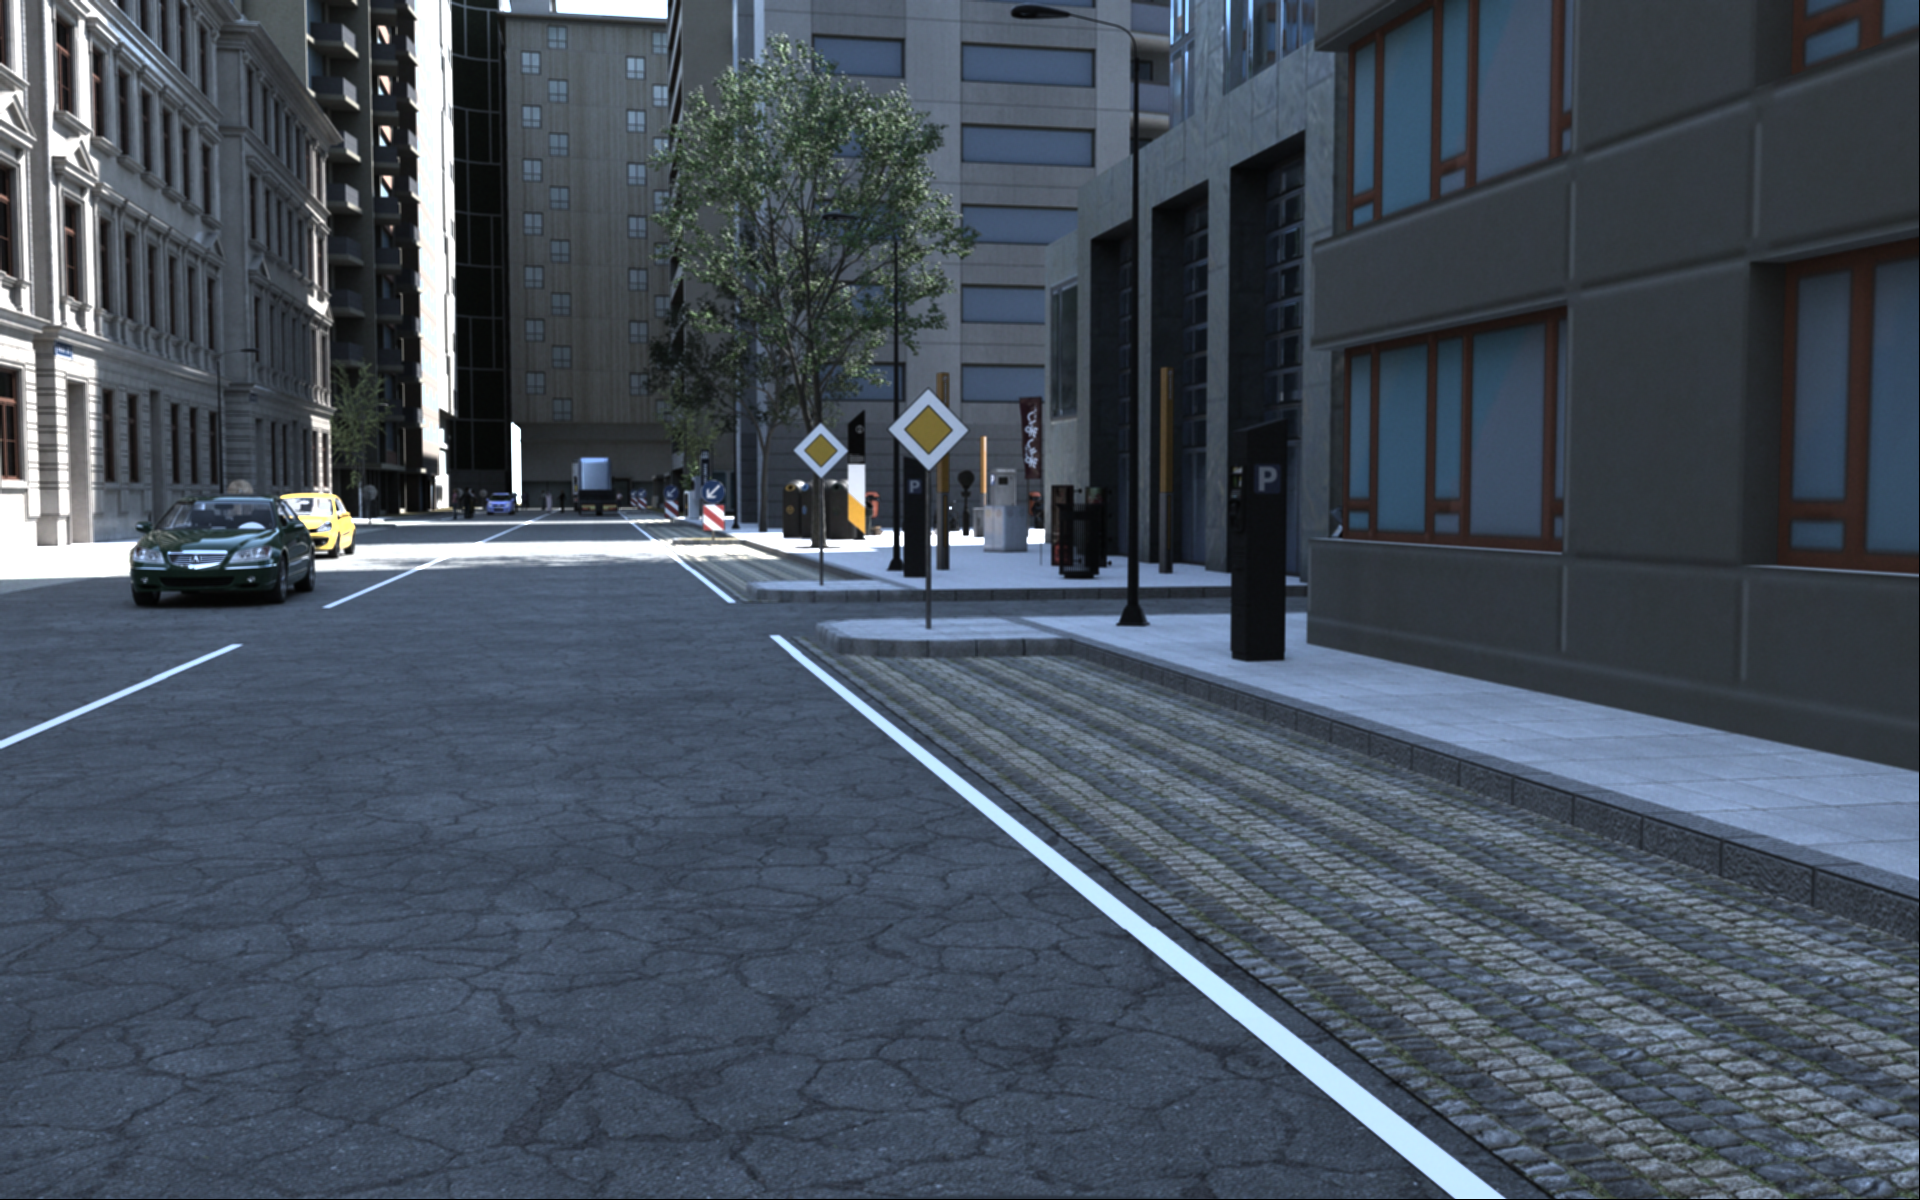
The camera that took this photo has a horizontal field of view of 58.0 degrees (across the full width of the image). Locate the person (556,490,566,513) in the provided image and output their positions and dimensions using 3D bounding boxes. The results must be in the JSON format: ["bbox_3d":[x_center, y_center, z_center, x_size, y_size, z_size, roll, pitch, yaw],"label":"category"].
[{"bbox_3d":[-30.526,-7.557,132.584,0.721,1.766,1.217,1,4,19],"label":"person"}]

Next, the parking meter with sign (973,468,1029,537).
[{"bbox_3d":[1.263,-3.386,51.622,1.738,3.016,0.543,-1,4,-19],"label":"parking meter with sign"}]

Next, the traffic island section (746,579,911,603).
[{"bbox_3d":[-1.925,-0.125,24.327,2.009,0.180,2.903,-1,4,-12],"label":"traffic island section"}]

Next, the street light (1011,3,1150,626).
[{"bbox_3d":[1.165,-2.700,16.690,1.470,5.913,1.316,-1,4,-12],"label":"street light"}]

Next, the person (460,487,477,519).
[{"bbox_3d":[-28.666,-5.645,100.825,1.348,1.821,0.705,2,4,29],"label":"person"}]

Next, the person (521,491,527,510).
[{"bbox_3d":[-39.109,-8.934,155.483,0.541,1.710,0.530,0,4,-8],"label":"person"}]

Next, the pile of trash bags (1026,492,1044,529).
[{"bbox_3d":[3.461,-3.320,64.034,1.912,1.369,3.447,-2,4,-29],"label":"pile of trash bags"}]

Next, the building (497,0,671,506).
[{"bbox_3d":[-36.144,-36.904,192.618,27.495,52.752,28.713,-1,4,-12],"label":"building"}]

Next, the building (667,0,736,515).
[{"bbox_3d":[-8.447,-30.161,116.830,21.300,48.544,21.600,-1,4,-12],"label":"building"}]

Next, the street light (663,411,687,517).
[{"bbox_3d":[-15.991,-7.647,97.565,1.470,5.913,1.316,-1,4,-12],"label":"street light"}]

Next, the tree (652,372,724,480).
[{"bbox_3d":[-16.044,-9.321,102.755,4.737,8.622,4.395,0,3,0],"label":"tree"}]

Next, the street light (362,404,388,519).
[{"bbox_3d":[-30.199,-7.148,89.412,1.470,5.913,1.316,-1,4,-12],"label":"street light"}]

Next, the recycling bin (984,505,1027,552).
[{"bbox_3d":[1.012,-1.586,38.486,0.722,1.027,0.722,-3,5,-40],"label":"recycling bin"}]

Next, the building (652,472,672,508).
[{"bbox_3d":[-12.804,-28.870,163.913,32.217,40.220,23.993,-1,4,-12],"label":"building"}]

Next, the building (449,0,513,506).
[{"bbox_3d":[-58.863,-45.564,183.222,20.611,71.187,20.563,-1,4,-12],"label":"building"}]

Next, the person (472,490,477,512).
[{"bbox_3d":[-36.593,-7.418,130.486,0.721,1.736,1.217,-3,4,-36],"label":"person"}]

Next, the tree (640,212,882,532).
[{"bbox_3d":[-6.689,-7.551,57.873,8.767,10.594,7.601,0,4,1],"label":"tree"}]

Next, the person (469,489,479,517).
[{"bbox_3d":[-30.052,-5.955,106.597,0.721,1.736,1.217,1,4,22],"label":"person"}]

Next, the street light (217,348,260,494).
[{"bbox_3d":[-23.013,-5.058,55.234,1.470,5.913,1.316,-1,4,-12],"label":"street light"}]

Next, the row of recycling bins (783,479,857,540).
[{"bbox_3d":[-3.990,-2.618,49.920,1.069,1.692,3.534,-2,4,-35],"label":"row of recycling bins"}]

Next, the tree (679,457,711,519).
[{"bbox_3d":[-13.861,-5.863,90.464,1.663,3.219,1.824,0,3,0],"label":"tree"}]

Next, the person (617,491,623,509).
[{"bbox_3d":[-32.014,-9.358,162.433,0.756,1.711,0.436,3,5,43],"label":"person"}]

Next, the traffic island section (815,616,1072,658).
[{"bbox_3d":[-0.282,0.353,16.512,2.009,0.180,2.903,-1,4,-12],"label":"traffic island section"}]

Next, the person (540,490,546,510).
[{"bbox_3d":[-38.600,-9.282,160.347,0.705,1.814,1.350,-2,4,-34],"label":"person"}]

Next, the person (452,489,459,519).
[{"bbox_3d":[-28.773,-5.451,98.348,0.721,1.743,1.217,-1,4,-14],"label":"person"}]

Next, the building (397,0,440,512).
[{"bbox_3d":[-46.762,-29.266,128.614,14.600,45.320,14.200,-1,4,-12],"label":"building"}]

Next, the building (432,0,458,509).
[{"bbox_3d":[-58.760,-34.401,151.693,27.495,52.752,28.713,-1,4,-12],"label":"building"}]

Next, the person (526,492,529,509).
[{"bbox_3d":[-42.812,-9.867,171.293,0.415,1.643,0.593,-1,4,-17],"label":"person"}]

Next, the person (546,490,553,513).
[{"bbox_3d":[-30.643,-7.348,129.311,0.551,1.740,0.621,0,4,-2],"label":"person"}]

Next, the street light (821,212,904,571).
[{"bbox_3d":[-1.594,-3.441,28.810,1.470,5.913,1.316,-1,4,-12],"label":"street light"}]

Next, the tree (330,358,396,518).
[{"bbox_3d":[-32.357,-8.696,92.535,4.737,8.622,4.395,0,3,0],"label":"tree"}]

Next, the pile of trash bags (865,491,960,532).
[{"bbox_3d":[-1.663,-3.055,59.704,3.447,1.369,1.912,0,4,6],"label":"pile of trash bags"}]

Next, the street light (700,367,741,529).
[{"bbox_3d":[-8.786,-5.563,63.499,1.470,5.913,1.316,-1,4,-12],"label":"street light"}]

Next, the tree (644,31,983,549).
[{"bbox_3d":[-3.504,-7.018,40.499,9.928,11.665,9.643,0,3,0],"label":"tree"}]

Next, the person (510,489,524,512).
[{"bbox_3d":[-35.879,-8.026,139.718,1.348,1.826,0.705,-2,4,-35],"label":"person"}]

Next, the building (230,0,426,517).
[{"bbox_3d":[-45.401,-27.633,106.422,22.147,44.769,28.867,-1,4,-12],"label":"building"}]
